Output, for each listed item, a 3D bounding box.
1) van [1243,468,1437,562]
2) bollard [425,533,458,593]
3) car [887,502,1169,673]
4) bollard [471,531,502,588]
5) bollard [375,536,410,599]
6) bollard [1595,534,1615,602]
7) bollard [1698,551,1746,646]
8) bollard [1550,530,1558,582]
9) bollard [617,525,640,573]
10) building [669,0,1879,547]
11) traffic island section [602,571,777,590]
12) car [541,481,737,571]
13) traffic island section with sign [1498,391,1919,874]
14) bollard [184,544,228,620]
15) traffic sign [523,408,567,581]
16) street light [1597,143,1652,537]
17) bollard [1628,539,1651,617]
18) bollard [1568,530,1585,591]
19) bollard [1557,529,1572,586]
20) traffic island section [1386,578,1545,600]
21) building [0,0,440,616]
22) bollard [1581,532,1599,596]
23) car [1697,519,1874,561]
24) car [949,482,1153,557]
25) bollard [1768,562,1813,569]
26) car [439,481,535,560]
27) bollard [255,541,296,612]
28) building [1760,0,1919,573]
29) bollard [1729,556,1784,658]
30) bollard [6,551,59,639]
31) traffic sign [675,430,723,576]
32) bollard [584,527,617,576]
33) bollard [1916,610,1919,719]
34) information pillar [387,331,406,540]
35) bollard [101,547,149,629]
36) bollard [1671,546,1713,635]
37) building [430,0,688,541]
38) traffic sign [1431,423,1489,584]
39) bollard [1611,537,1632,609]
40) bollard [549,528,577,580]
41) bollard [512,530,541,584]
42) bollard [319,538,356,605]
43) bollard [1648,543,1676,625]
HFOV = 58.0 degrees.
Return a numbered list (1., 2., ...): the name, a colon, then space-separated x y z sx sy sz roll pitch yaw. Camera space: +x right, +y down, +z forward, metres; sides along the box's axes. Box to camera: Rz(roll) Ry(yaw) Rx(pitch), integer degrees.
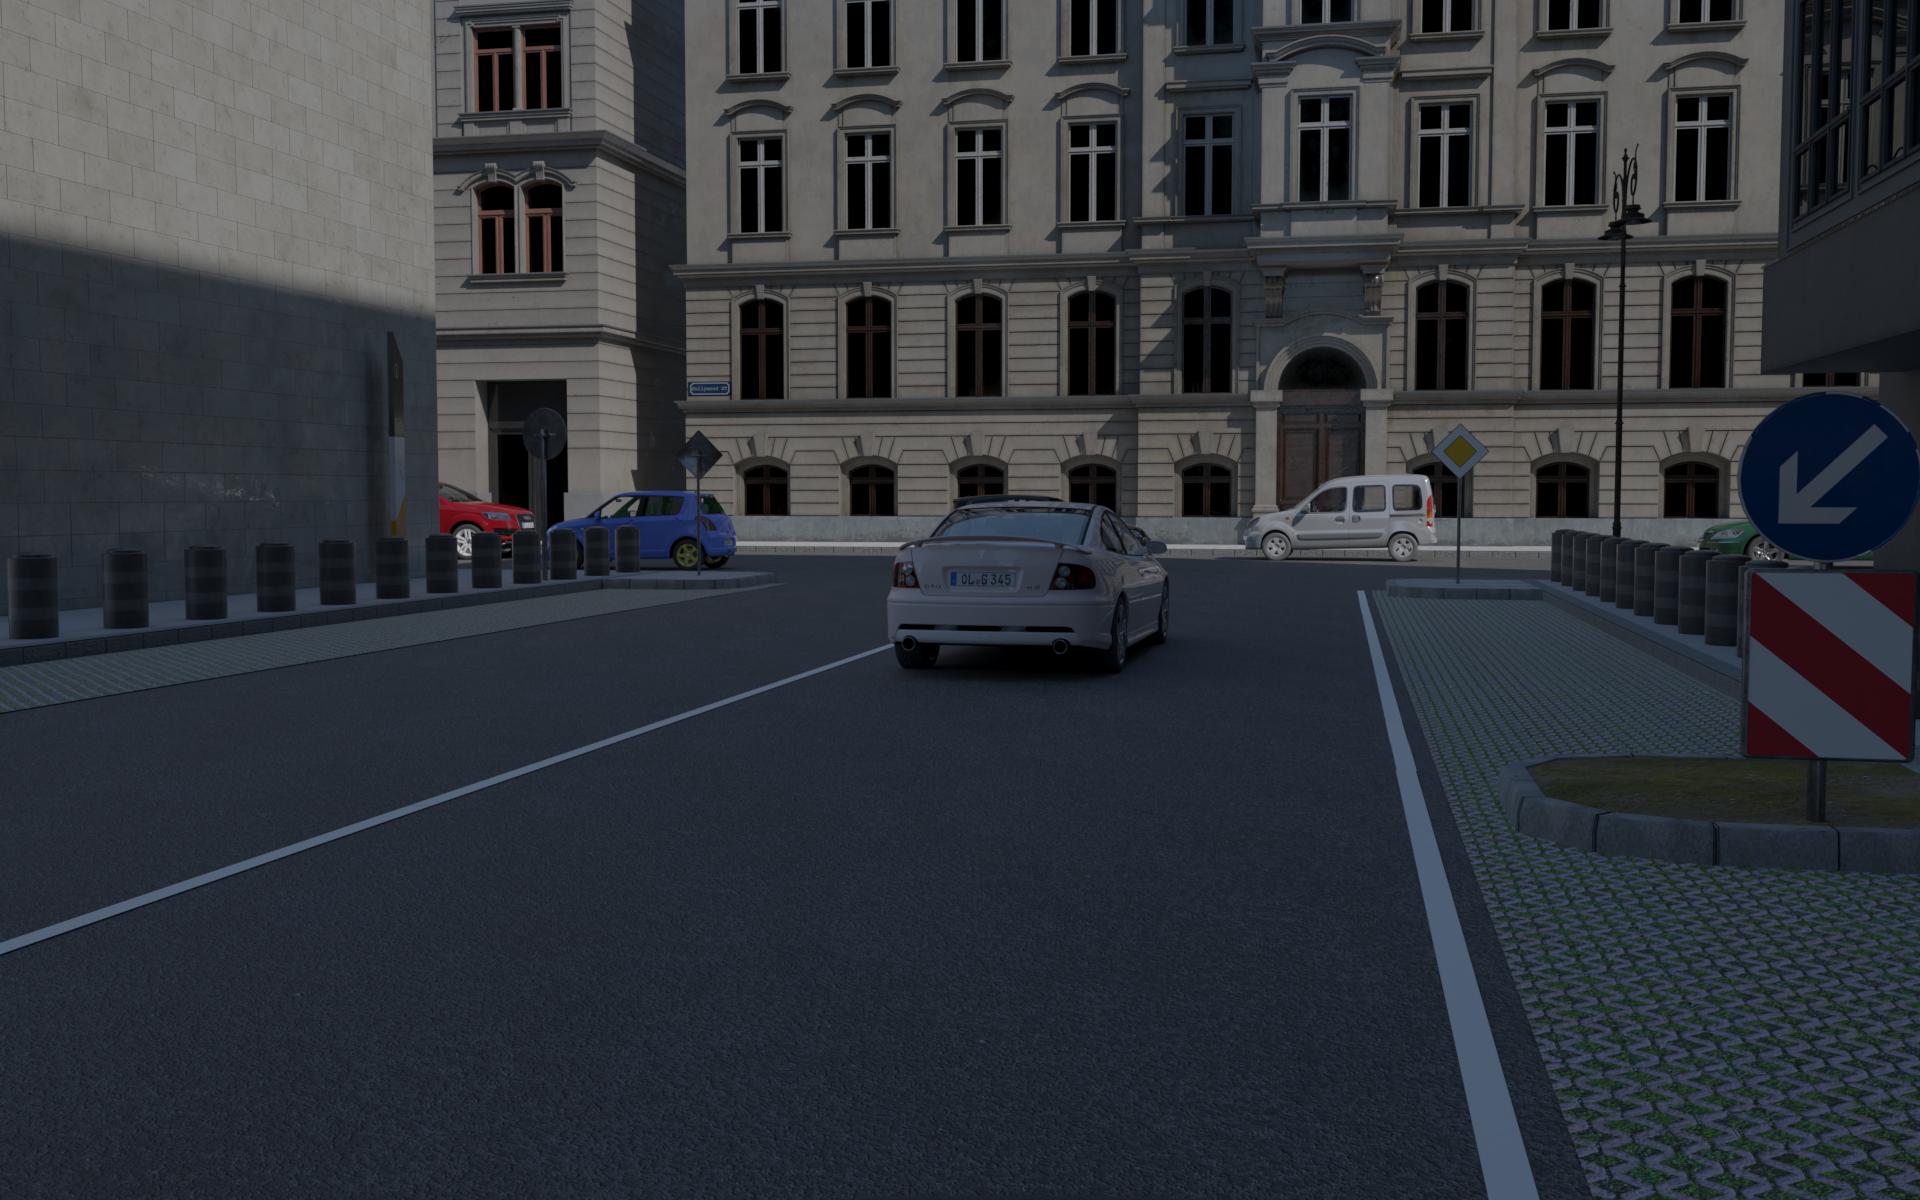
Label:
1. van: 8.223 -1.869 37.566 4.112 2.044 2.013 1 4 14
2. bollard: -6.738 -0.478 22.524 0.404 0.777 0.398 0 3 0
3. car: 0.732 -0.185 15.379 2.083 1.381 4.827 1 4 14
4. bollard: -6.479 -0.550 23.706 0.404 0.777 0.398 0 3 0
5. bollard: -6.993 -0.405 21.341 0.404 0.777 0.398 0 3 0
6. bollard: 7.838 -0.361 20.620 0.404 0.777 0.398 0 3 0
7. bollard: 6.555 0.000 14.724 0.404 0.777 0.398 0 3 0
8. bollard: 8.864 -0.651 25.358 0.404 0.777 0.398 0 3 0
9. bollard: -5.454 -0.839 28.431 0.404 0.777 0.398 0 3 0
10. building: 10.150 -13.992 47.848 34.723 24.649 14.460 1 4 12
11. traffic island section: -4.127 -0.304 27.254 2.009 0.180 2.903 1 4 12
12. car: -6.178 -1.446 33.233 3.694 1.707 1.945 1 4 10
13. traffic island section with sign: 3.414 0.070 7.479 1.989 1.847 2.006 1 4 12
14. bollard: -7.757 -0.189 17.811 0.404 0.777 0.398 0 3 0
15. traffic sign: -6.166 -1.563 25.658 0.768 2.556 0.104 1 4 22
16. street light: 8.891 -3.090 23.313 0.468 5.910 1.993 1 4 12
17. bollard: 7.326 -0.217 18.261 0.404 0.777 0.398 0 3 0
18. bollard: 8.349 -0.506 22.994 0.404 0.777 0.398 0 3 0
19. bollard: 8.609 -0.578 24.175 0.404 0.777 0.398 0 3 0
20. traffic island section: 7.151 -0.155 24.810 2.009 0.180 2.903 1 4 12
21. building: -17.435 -10.300 23.152 16.860 20.320 10.420 1 4 12
22. bollard: 8.093 -0.434 21.809 0.404 0.777 0.398 0 3 0
23. car: 16.863 -1.323 33.426 4.920 1.459 2.131 1 4 10
24. car: 1.563 -1.416 32.937 4.222 1.686 2.009 1 4 12
25. bollard: 6.045 0.144 12.362 0.404 0.777 0.398 0 3 0
26. car: -12.107 -1.845 38.834 5.304 1.827 2.281 1 4 11
27. bollard: -7.504 -0.261 18.992 0.404 0.777 0.398 0 3 0
28. building: 14.694 -13.174 8.906 14.314 27.812 24.014 1 4 12
29. bollard: 6.300 0.072 13.542 0.404 0.777 0.398 0 3 0
30. bollard: -8.272 -0.045 15.454 0.404 0.777 0.398 0 3 0
31. traffic sign: -4.102 -1.440 27.188 0.795 2.450 0.064 1 4 12
32. bollard: -5.713 -0.766 27.248 0.404 0.777 0.398 0 3 0
33. bollard: 5.533 0.288 10.011 0.404 0.777 0.398 0 3 0
34. information pillar: -8.183 -2.068 25.165 0.183 3.616 0.504 0 4 -1
35. bollard: -8.018 -0.117 16.637 0.404 0.777 0.398 0 3 0
36. bollard: 6.814 -0.072 15.897 0.404 0.777 0.398 0 3 0
37. building: -19.091 -16.297 53.841 23.554 28.519 14.401 1 4 12
38. traffic sign: 7.127 -1.290 24.738 0.795 2.450 0.064 1 4 12
39. bollard: 7.579 -0.289 19.436 0.404 0.777 0.398 0 3 0
40. bollard: -5.971 -0.693 26.055 0.404 0.777 0.398 0 3 0
41. bollard: -6.224 -0.622 24.880 0.404 0.777 0.398 0 3 0
42. bollard: -7.249 -0.333 20.167 0.404 0.777 0.398 0 3 0
43. bollard: 7.068 -0.145 17.088 0.404 0.777 0.398 0 3 0
